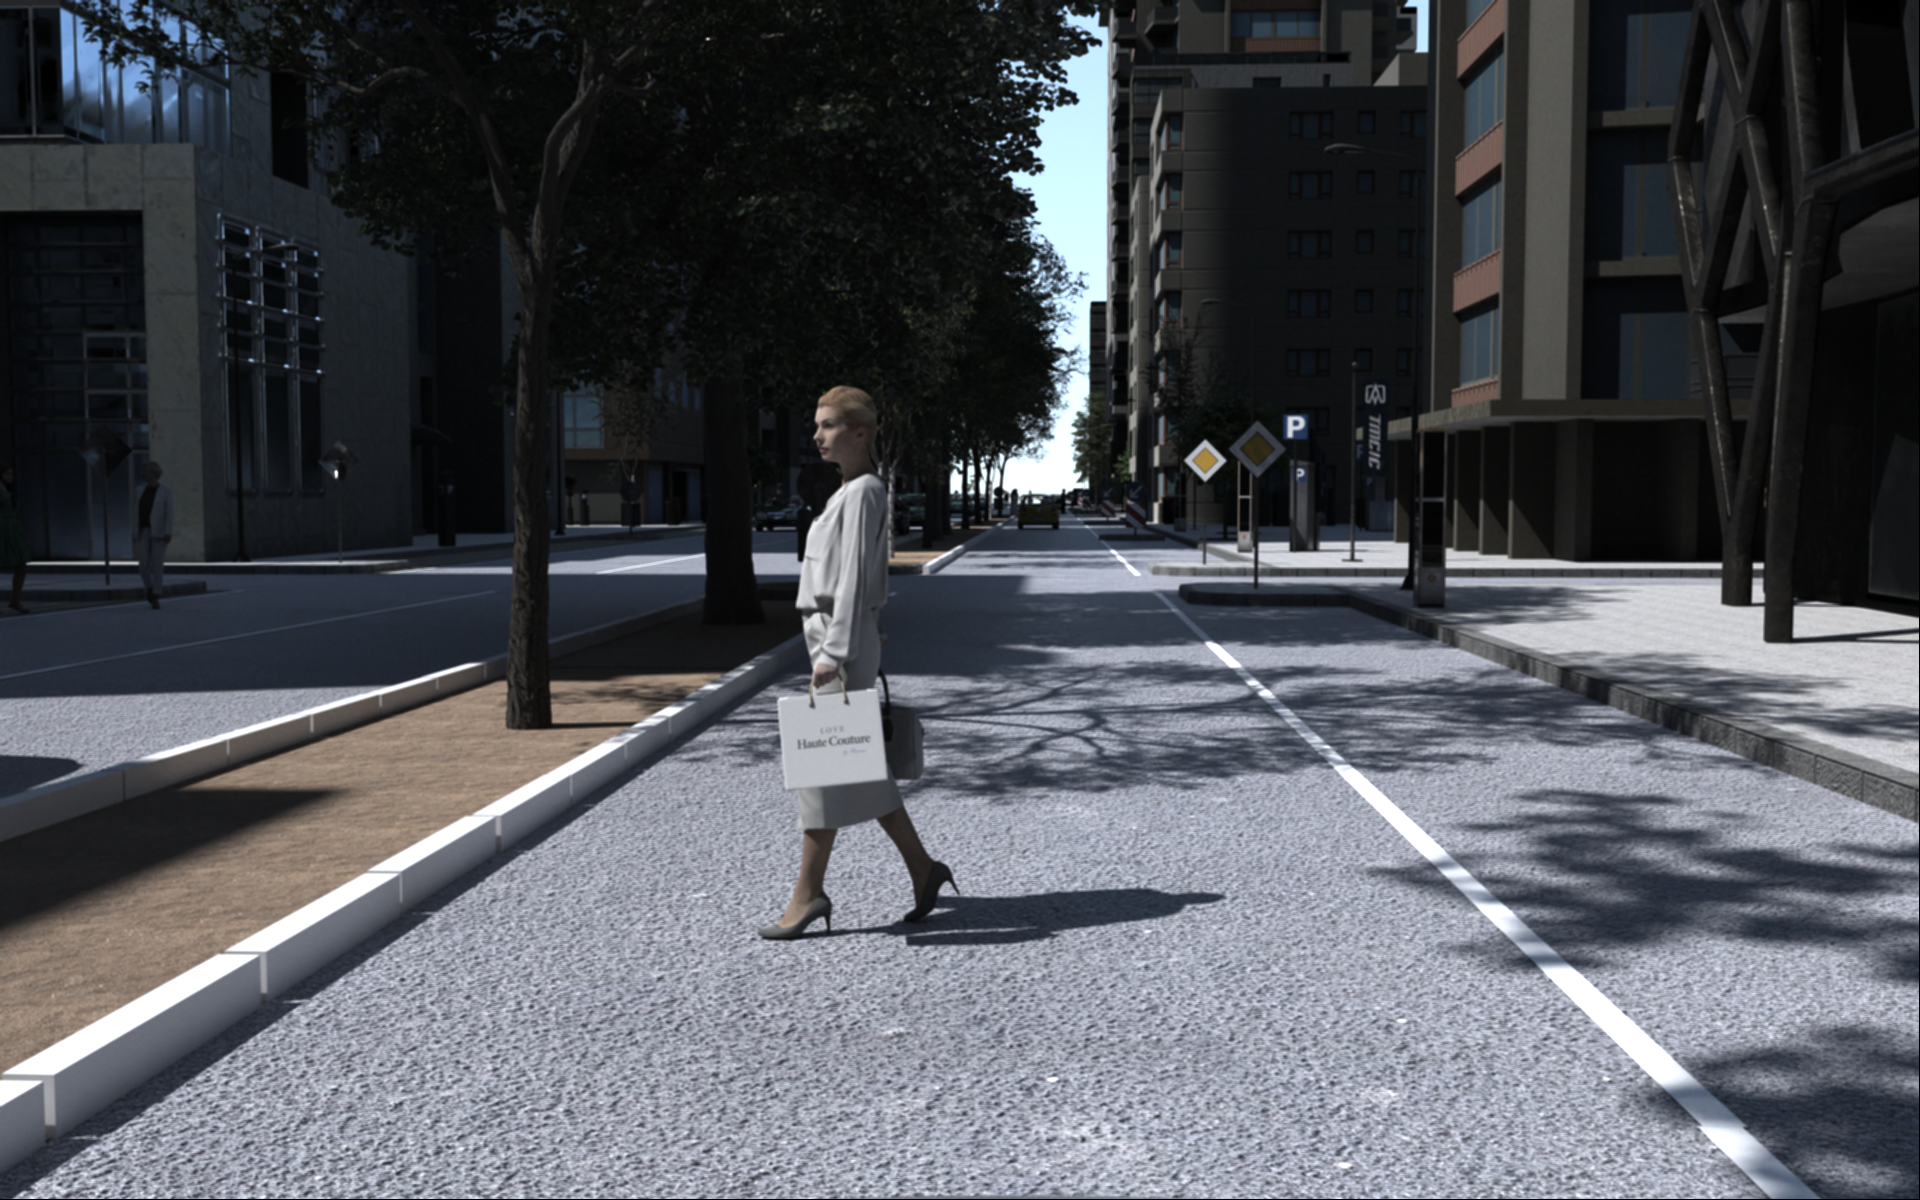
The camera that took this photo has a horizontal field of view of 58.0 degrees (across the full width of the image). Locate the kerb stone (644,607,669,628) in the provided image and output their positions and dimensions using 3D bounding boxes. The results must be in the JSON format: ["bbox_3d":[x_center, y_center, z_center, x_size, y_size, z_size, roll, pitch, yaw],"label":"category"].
[{"bbox_3d":[-3.356,0.209,18.777,0.120,0.150,1.000,0,4,3],"label":"kerb stone"}]

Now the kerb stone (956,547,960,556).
[{"bbox_3d":[-0.152,-1.068,39.662,0.120,0.150,1.000,0,4,3],"label":"kerb stone"}]

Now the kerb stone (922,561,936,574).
[{"bbox_3d":[-0.585,-0.565,31.479,0.120,0.150,1.000,0,4,3],"label":"kerb stone"}]

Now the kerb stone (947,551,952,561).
[{"bbox_3d":[-0.310,-0.880,36.586,0.120,0.150,1.000,0,4,3],"label":"kerb stone"}]

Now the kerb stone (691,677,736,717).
[{"bbox_3d":[-1.655,0.656,11.513,0.120,0.150,1.000,0,4,3],"label":"kerb stone"}]

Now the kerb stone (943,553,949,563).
[{"bbox_3d":[-0.367,-0.815,35.566,0.120,0.150,1.000,0,4,3],"label":"kerb stone"}]

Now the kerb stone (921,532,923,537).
[{"bbox_3d":[-1.372,-2.077,56.177,0.120,0.150,1.000,0,4,3],"label":"kerb stone"}]

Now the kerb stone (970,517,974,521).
[{"bbox_3d":[0.709,-4.457,95.069,0.120,0.150,1.000,0,4,3],"label":"kerb stone"}]

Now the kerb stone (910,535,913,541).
[{"bbox_3d":[-1.593,-1.827,52.076,0.120,0.150,1.000,0,4,3],"label":"kerb stone"}]

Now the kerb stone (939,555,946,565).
[{"bbox_3d":[-0.429,-0.755,34.543,0.120,0.150,1.000,0,4,3],"label":"kerb stone"}]

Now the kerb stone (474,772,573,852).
[{"bbox_3d":[-1.866,0.904,7.420,0.120,0.150,1.000,0,4,3],"label":"kerb stone"}]

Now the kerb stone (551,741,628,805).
[{"bbox_3d":[-1.814,0.845,8.446,0.120,0.150,1.000,0,4,3],"label":"kerb stone"}]

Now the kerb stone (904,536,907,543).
[{"bbox_3d":[-1.695,-1.703,50.034,0.120,0.150,1.000,0,4,3],"label":"kerb stone"}]

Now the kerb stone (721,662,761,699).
[{"bbox_3d":[-1.603,0.592,12.538,0.120,0.150,1.000,0,4,3],"label":"kerb stone"}]

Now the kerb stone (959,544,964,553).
[{"bbox_3d":[-0.039,-1.193,41.708,0.120,0.150,1.000,0,4,3],"label":"kerb stone"}]

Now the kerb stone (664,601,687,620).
[{"bbox_3d":[-3.318,0.146,19.803,0.120,0.150,1.000,0,4,3],"label":"kerb stone"}]

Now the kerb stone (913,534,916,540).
[{"bbox_3d":[-1.531,-1.890,53.096,0.120,0.150,1.000,0,4,3],"label":"kerb stone"}]

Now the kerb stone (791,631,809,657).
[{"bbox_3d":[-1.428,0.403,15.605,0.120,0.150,1.000,0,4,3],"label":"kerb stone"}]

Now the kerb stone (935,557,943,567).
[{"bbox_3d":[-0.478,-0.693,33.522,0.120,0.150,1.000,0,4,3],"label":"kerb stone"}]

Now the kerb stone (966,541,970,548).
[{"bbox_3d":[0.119,-1.381,44.770,0.120,0.150,1.000,0,4,3],"label":"kerb stone"}]

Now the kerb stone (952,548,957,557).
[{"bbox_3d":[-0.202,-1.002,38.641,0.120,0.150,1.000,0,4,3],"label":"kerb stone"}]

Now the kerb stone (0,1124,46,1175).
[{"bbox_3d":[-2.098,1.161,3.311,0.120,0.150,1.000,0,4,3],"label":"kerb stone"}]

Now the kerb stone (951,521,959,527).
[{"bbox_3d":[-0.226,-3.394,77.682,0.120,0.150,1.000,0,4,3],"label":"kerb stone"}]

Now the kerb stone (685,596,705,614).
[{"bbox_3d":[-3.262,0.093,20.825,0.120,0.150,1.000,0,4,3],"label":"kerb stone"}]

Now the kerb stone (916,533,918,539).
[{"bbox_3d":[-1.485,-1.952,54.117,0.120,0.150,1.000,0,4,3],"label":"kerb stone"}]

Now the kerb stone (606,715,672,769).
[{"bbox_3d":[-1.761,0.781,9.467,0.120,0.150,1.000,0,4,3],"label":"kerb stone"}]

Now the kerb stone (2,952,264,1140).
[{"bbox_3d":[-2.039,1.095,4.340,0.120,0.150,1.000,0,4,3],"label":"kerb stone"}]

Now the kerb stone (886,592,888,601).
[{"bbox_3d":[-1.050,-0.030,22.770,0.120,0.150,1.000,0,4,3],"label":"kerb stone"}]

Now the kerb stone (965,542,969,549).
[{"bbox_3d":[0.068,-1.318,43.749,0.120,0.150,1.000,0,4,3],"label":"kerb stone"}]

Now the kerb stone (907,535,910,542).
[{"bbox_3d":[-1.645,-1.762,51.055,0.120,0.150,1.000,0,4,3],"label":"kerb stone"}]

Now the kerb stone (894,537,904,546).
[{"bbox_3d":[-1.752,-1.640,49.014,0.120,0.150,1.000,0,4,3],"label":"kerb stone"}]

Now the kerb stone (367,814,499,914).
[{"bbox_3d":[-1.934,0.967,6.399,0.120,0.150,1.000,0,4,3],"label":"kerb stone"}]

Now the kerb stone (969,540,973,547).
[{"bbox_3d":[0.181,-1.443,45.794,0.120,0.150,1.000,0,4,3],"label":"kerb stone"}]

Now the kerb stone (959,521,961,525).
[{"bbox_3d":[-0.161,-3.456,78.702,0.120,0.150,1.000,0,4,3],"label":"kerb stone"}]

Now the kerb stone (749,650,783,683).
[{"bbox_3d":[-1.543,0.529,13.562,0.120,0.150,1.000,0,4,3],"label":"kerb stone"}]

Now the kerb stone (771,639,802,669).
[{"bbox_3d":[-1.483,0.466,14.585,0.120,0.150,1.000,0,4,3],"label":"kerb stone"}]

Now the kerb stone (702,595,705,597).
[{"bbox_3d":[-3.204,0.021,21.852,0.120,0.150,1.000,0,4,3],"label":"kerb stone"}]

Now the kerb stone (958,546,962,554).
[{"bbox_3d":[-0.095,-1.131,40.684,0.120,0.150,1.000,0,4,3],"label":"kerb stone"}]

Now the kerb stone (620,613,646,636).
[{"bbox_3d":[-3.419,0.273,17.757,0.120,0.150,1.000,0,4,3],"label":"kerb stone"}]

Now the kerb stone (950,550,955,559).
[{"bbox_3d":[-0.248,-0.938,37.607,0.120,0.150,1.000,0,4,3],"label":"kerb stone"}]

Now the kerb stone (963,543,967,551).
[{"bbox_3d":[0.021,-1.256,42.728,0.120,0.150,1.000,0,4,3],"label":"kerb stone"}]

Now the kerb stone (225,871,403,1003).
[{"bbox_3d":[-1.982,1.031,5.371,0.120,0.150,1.000,0,4,3],"label":"kerb stone"}]

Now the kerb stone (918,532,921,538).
[{"bbox_3d":[-1.418,-2.015,55.148,0.120,0.150,1.000,0,4,3],"label":"kerb stone"}]

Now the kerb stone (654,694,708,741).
[{"bbox_3d":[-1.702,0.717,10.492,0.120,0.150,1.000,0,4,3],"label":"kerb stone"}]

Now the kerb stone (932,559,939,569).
[{"bbox_3d":[-0.533,-0.630,32.499,0.120,0.150,1.000,0,4,3],"label":"kerb stone"}]
